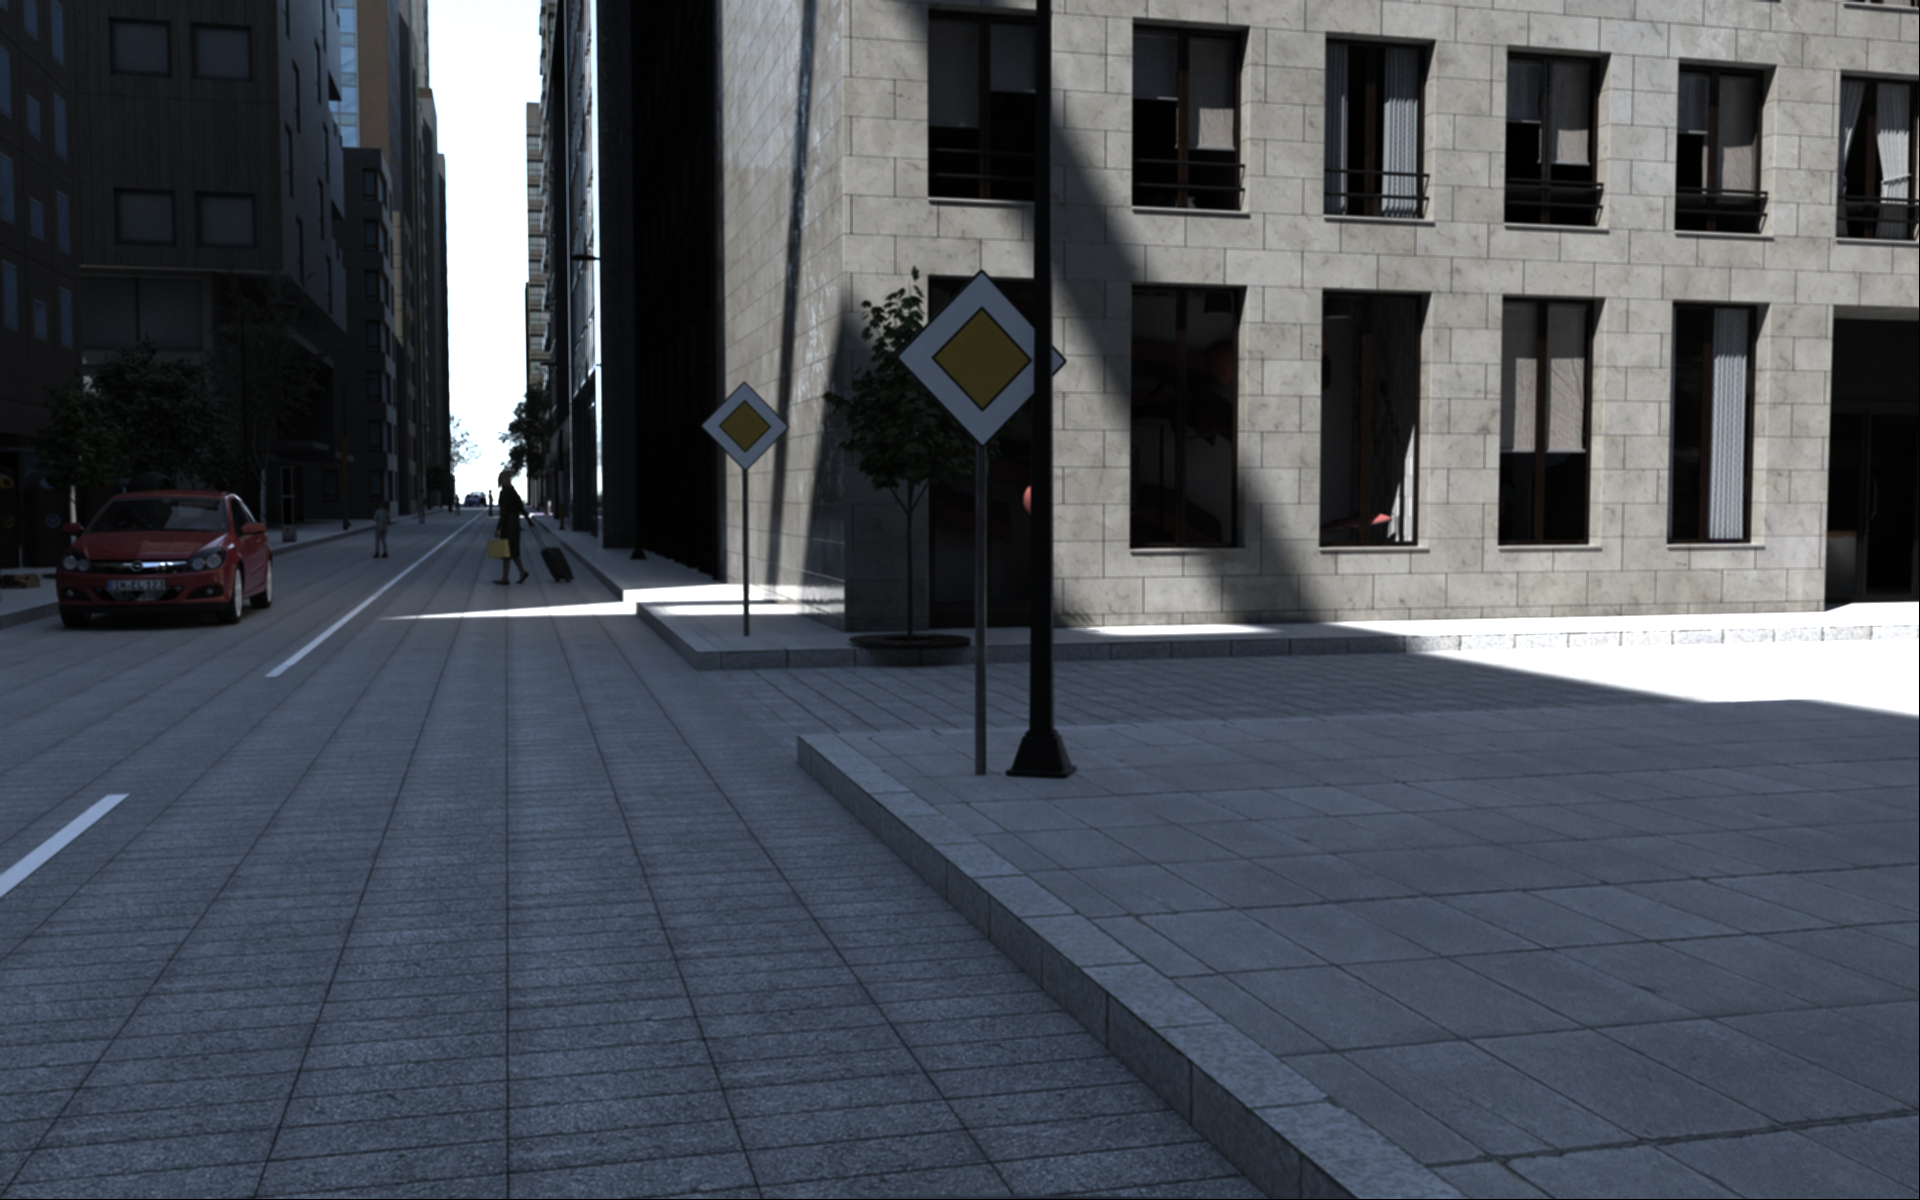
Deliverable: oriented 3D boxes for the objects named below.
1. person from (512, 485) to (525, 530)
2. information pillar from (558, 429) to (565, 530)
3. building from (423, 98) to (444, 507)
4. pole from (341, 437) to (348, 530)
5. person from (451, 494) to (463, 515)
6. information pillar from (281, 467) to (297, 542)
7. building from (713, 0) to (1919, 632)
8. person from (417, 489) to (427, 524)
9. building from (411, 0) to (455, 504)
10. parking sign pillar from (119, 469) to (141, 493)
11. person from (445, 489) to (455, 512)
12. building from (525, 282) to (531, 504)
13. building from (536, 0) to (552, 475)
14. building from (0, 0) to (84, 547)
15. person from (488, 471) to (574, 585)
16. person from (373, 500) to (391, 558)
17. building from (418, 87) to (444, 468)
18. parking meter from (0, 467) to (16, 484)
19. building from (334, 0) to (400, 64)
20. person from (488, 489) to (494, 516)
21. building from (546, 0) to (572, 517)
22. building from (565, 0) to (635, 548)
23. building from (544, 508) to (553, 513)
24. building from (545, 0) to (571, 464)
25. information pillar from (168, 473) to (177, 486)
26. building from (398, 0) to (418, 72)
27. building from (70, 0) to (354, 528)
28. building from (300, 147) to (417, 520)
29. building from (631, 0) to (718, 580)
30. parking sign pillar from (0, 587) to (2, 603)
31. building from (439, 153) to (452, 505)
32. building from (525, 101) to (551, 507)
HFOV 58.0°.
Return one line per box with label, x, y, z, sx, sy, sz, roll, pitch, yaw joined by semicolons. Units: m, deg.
person;-17.647;-3.660;68.518;0.721;1.800;0.419;0;4;8
information pillar;-14.433;-4.359;62.631;0.183;3.616;0.504;-1;4;-23
building;-59.559;-29.883;172.189;14.154;41.232;14.086;-1;4;-15
pole;-21.958;-4.158;61.822;0.158;3.312;0.155;0;3;0
person;-34.191;-6.499;117.977;0.991;1.433;0.599;-3;5;-43
information pillar;-18.021;-2.569;46.493;0.304;2.012;0.304;0;4;-7
building;5.755;-10.265;22.582;16.860;20.320;10.420;-1;4;-15
person;-26.249;-4.586;84.481;0.522;1.701;0.512;-1;4;-20
building;-74.084;-47.520;215.210;20.563;71.187;20.611;-1;4;-15
parking sign pillar;-25.307;-3.926;52.661;1.447;3.967;1.447;0;4;-4
person;-40.911;-7.983;139.106;1.350;1.814;0.705;2;4;32
building;-52.188;-28.462;237.062;14.160;30.474;14.107;-1;4;-15
building;-24.595;-32.420;149.670;23.786;49.044;30.456;-1;4;-15
building;-29.117;-23.735;38.178;14.600;45.320;14.200;-1;4;-15
person;-6.893;-1.163;27.731;1.509;1.804;0.699;-3;5;-42
person;-13.033;-1.601;38.955;0.394;1.301;0.425;2;4;25
building;-63.178;-32.769;185.887;14.600;45.320;14.200;-1;4;-15
parking meter;-19.562;-1.820;35.467;0.399;1.863;0.255;0;4;-6
building;-45.949;-28.676;118.969;14.600;45.320;14.200;-1;4;-15
person;-30.129;-6.255;111.474;0.721;1.736;1.217;0;4;-3
building;-17.592;-20.344;104.323;14.160;30.474;14.107;-1;4;-15
building;-5.124;-14.261;51.190;12.078;24.808;19.932;-1;4;-15
building;-13.548;-26.474;124.736;32.217;40.220;23.993;-1;4;-15
building;-10.360;-15.691;75.615;14.314;24.678;30.058;-1;4;-15
information pillar;-25.422;-3.138;55.793;0.304;2.012;0.304;-1;4;-8
building;-53.303;-28.334;146.861;14.154;41.232;14.086;-1;4;-15
building;-38.587;-29.113;65.241;28.713;52.752;27.495;-1;4;-15
building;-45.950;-15.439;97.463;27.650;21.520;28.899;-1;4;-15
building;0.299;-12.509;34.199;12.332;23.373;15.834;-1;4;-15
parking sign pillar;-12.016;-1.935;20.108;1.447;3.967;1.447;0;4;4
building;-66.590;-31.596;200.182;14.154;41.232;14.086;-1;4;-15
building;-38.981;-30.689;185.352;14.154;41.232;14.086;-1;4;-15
